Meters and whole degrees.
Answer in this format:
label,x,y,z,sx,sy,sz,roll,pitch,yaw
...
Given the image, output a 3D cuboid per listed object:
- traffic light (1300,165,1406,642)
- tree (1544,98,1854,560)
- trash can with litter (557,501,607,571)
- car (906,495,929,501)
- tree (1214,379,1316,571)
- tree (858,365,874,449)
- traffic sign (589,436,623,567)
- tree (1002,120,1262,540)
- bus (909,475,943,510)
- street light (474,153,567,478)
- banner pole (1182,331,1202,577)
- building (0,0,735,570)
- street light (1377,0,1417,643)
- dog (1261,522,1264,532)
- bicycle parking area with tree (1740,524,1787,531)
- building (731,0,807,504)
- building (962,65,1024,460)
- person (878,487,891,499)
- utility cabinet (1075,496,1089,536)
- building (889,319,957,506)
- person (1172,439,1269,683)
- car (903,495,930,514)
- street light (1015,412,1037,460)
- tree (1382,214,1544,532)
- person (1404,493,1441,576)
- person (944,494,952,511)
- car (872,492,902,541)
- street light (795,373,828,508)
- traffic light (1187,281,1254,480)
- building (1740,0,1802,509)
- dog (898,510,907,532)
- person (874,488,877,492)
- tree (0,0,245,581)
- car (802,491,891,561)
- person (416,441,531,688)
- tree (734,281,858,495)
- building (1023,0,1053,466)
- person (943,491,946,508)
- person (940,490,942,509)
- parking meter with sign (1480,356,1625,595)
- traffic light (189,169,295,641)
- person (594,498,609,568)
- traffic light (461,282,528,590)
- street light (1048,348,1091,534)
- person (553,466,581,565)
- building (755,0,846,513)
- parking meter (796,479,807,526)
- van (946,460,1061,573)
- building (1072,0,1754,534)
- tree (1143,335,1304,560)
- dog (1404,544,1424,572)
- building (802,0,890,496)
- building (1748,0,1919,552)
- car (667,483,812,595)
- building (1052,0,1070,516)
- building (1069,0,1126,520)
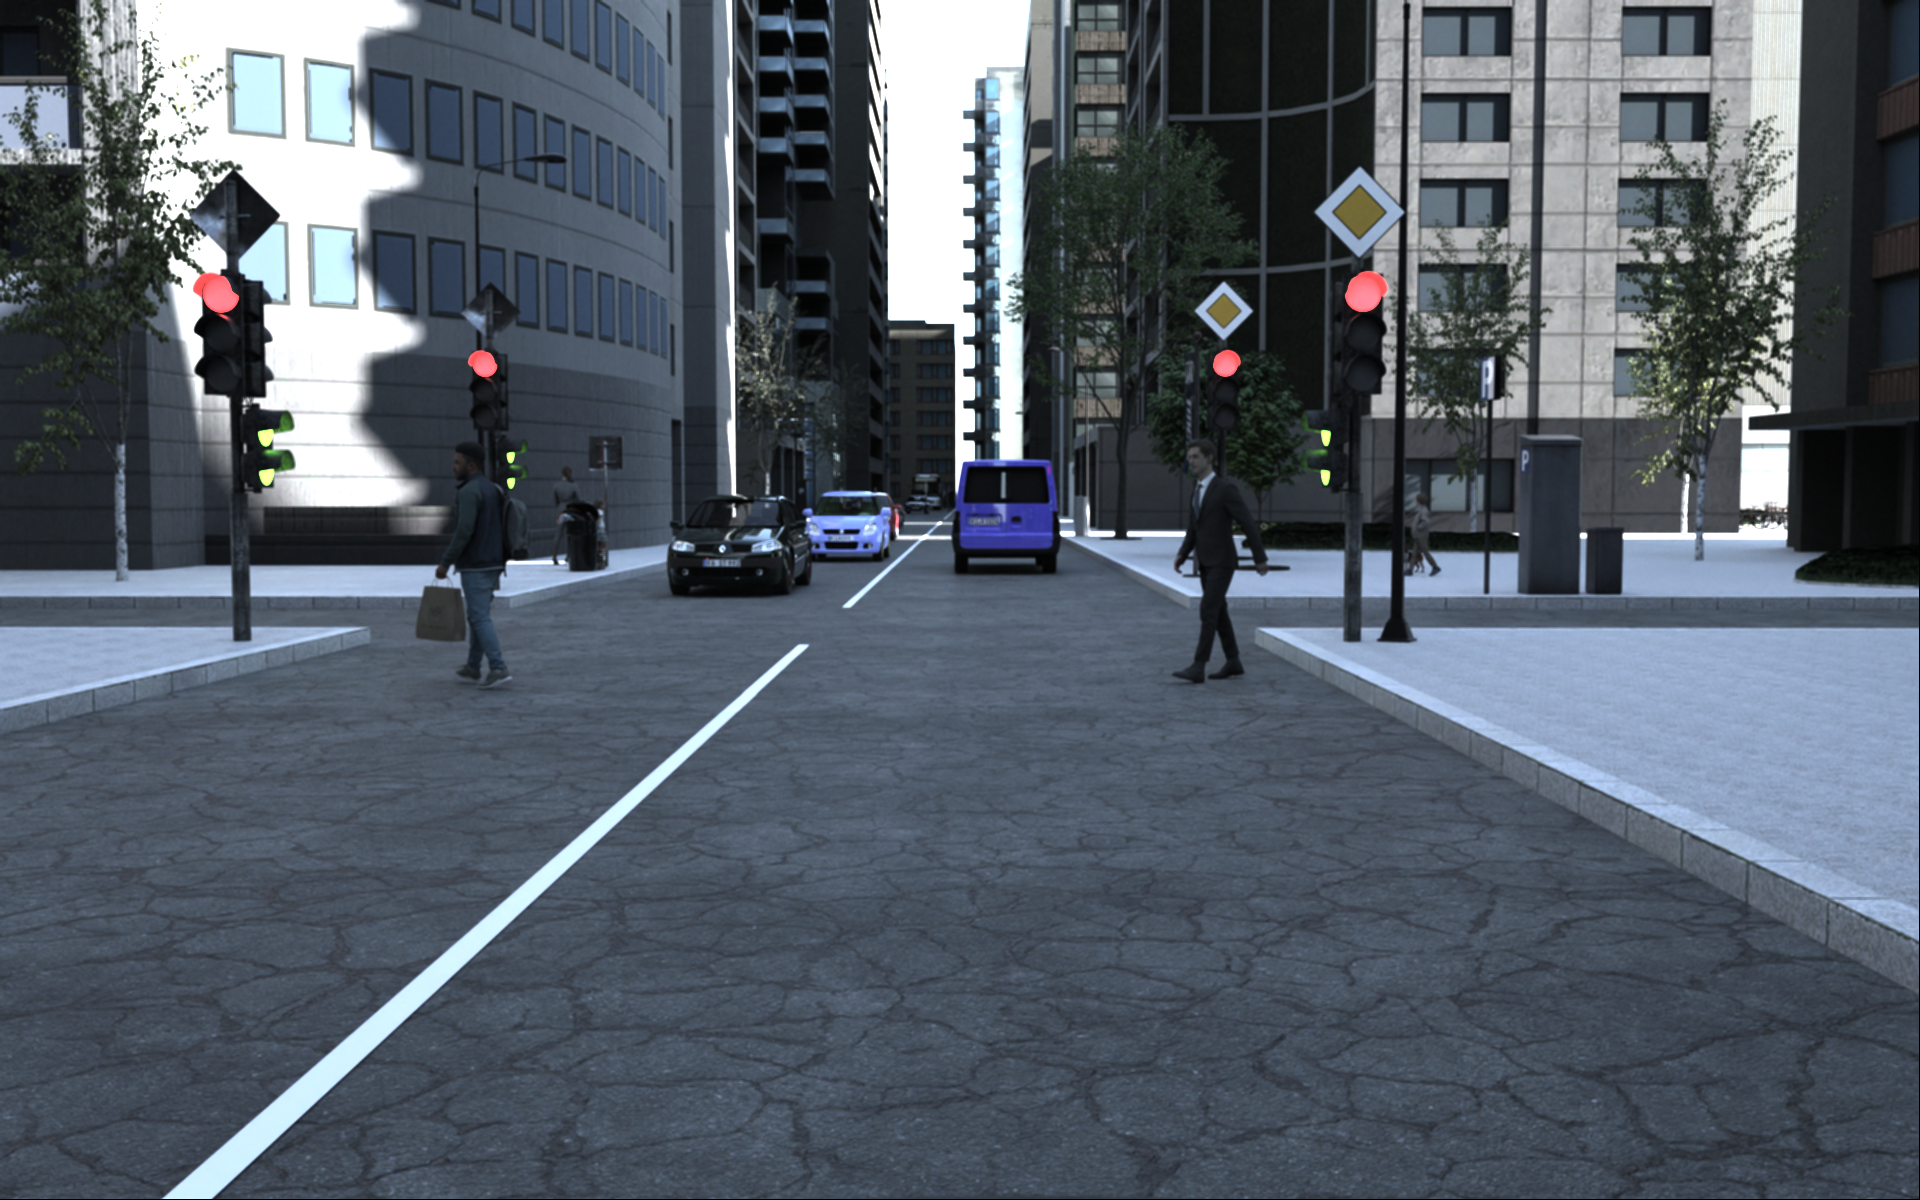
label,x,y,z,sx,sy,sz,roll,pitch,yaw
traffic light,3.399,-1.594,14.981,0.839,4.253,0.868,0,4,0
tree,14.552,-5.077,33.367,4.737,8.622,4.395,0,3,0
trash can with litter,-6.306,-1.079,29.027,0.624,1.170,1.055,0,4,4
car,-3.614,-8.278,147.920,1.945,1.354,3.894,0,4,-1
tree,5.222,-2.125,29.341,1.663,3.219,1.824,0,3,0
tree,-6.596,-8.737,93.216,4.360,8.622,3.978,0,3,0
traffic sign,-6.244,-1.739,30.560,0.606,2.300,0.079,0,4,4
tree,4.637,-7.504,48.440,9.928,11.665,9.643,0,3,0
bus,-3.040,-9.954,157.611,2.948,3.499,13.247,0,4,-1
street light,-6.060,-3.134,23.779,1.470,5.913,1.316,0,4,0
banner pole,3.614,-2.261,26.988,0.401,3.779,0.863,-1,4,-10
building,-17.990,-30.544,41.401,21.231,58.520,28.212,0,4,0
street light,3.278,-2.595,14.968,1.470,5.913,1.316,0,4,0
dog,8.155,-1.900,47.892,0.406,0.507,0.540,1,4,21
bicycle parking area with tree,31.703,-4.567,61.678,8.231,4.147,9.016,-3,5,-40
building,-17.342,-38.845,73.362,20.563,71.187,20.611,0,4,0
building,15.481,-35.108,193.631,30.456,49.044,23.786,0,4,0
person,-6.034,-7.845,134.407,1.348,1.812,0.705,0,4,-5
utility cabinet,3.730,-2.549,52.842,0.306,1.237,1.020,1,4,13
building,-14.961,-21.498,196.526,28.899,21.520,27.650,0,4,0
person,1.892,-0.304,13.256,0.755,1.850,0.659,-2,4,-26
car,-3.135,-6.981,126.719,1.945,1.354,3.894,0,4,2
street light,3.811,-7.680,98.111,1.470,5.913,1.316,0,4,0
tree,13.136,-5.787,44.974,4.737,8.622,4.395,0,3,0
person,7.217,-1.024,27.061,0.640,1.303,0.475,0,4,-6
person,-0.973,-8.091,143.982,0.628,1.438,0.799,2,4,29
car,-2.895,-2.795,54.732,2.155,1.783,4.494,0,4,0
street light,-5.788,-5.762,66.756,1.470,5.913,1.316,0,4,0
traffic light,3.455,-2.082,22.965,0.839,4.253,0.868,0,4,0
building,65.759,-34.768,157.691,27.495,52.752,28.713,0,4,0
dog,-2.326,-2.968,65.363,0.513,0.831,0.800,-1,4,-17
person,-5.889,-7.095,122.780,0.721,1.736,1.217,0,4,-6
tree,-12.598,-4.585,25.333,4.737,8.622,4.395,0,3,0
car,-2.450,-1.739,38.025,1.945,1.707,3.694,0,4,1
person,-3.607,-0.264,12.801,0.713,1.824,0.794,2,4,28
tree,-6.656,-6.772,61.089,4.360,8.622,3.978,0,3,0
building,16.848,-32.878,161.250,21.300,48.544,21.600,0,4,0
person,-1.445,-10.012,172.932,0.721,1.736,1.217,-1,4,-16
person,-1.904,-9.695,166.945,0.705,1.831,1.348,0,4,-1
parking meter with sign,7.584,-1.585,22.177,1.738,3.016,0.543,0,4,-2
traffic light,-6.262,-1.597,15.032,0.839,4.253,0.868,0,4,0
person,-6.305,-1.154,29.927,0.382,1.210,0.505,-3,5,-44
traffic light,-6.206,-2.085,23.017,0.839,4.253,0.868,0,4,0
street light,3.488,-5.052,55.135,1.470,5.913,1.316,0,4,0
person,-7.093,-1.524,31.228,0.520,1.790,0.573,-1,4,-12
building,-18.334,-48.884,111.921,22.319,86.520,31.000,0,4,0
parking meter,-6.009,-3.660,65.550,0.399,1.863,0.255,0,4,-3
van,0.836,-1.756,33.088,2.240,2.365,5.245,0,4,0
building,15.162,-38.292,64.330,20.563,71.187,20.611,0,4,0
tree,5.101,-3.077,34.021,4.285,4.588,4.351,0,3,0
dog,7.388,-0.703,28.318,0.406,0.507,0.540,1,4,21
building,-17.644,-32.908,161.743,21.600,48.544,21.300,0,4,0
building,31.989,-23.186,33.714,28.867,44.769,22.147,0,4,0
car,-3.238,-0.986,25.911,2.009,1.686,4.222,0,4,1
building,16.485,-34.823,111.361,21.231,58.520,28.212,0,4,0
building,12.660,-19.523,90.903,14.160,30.474,14.107,0,4,0
